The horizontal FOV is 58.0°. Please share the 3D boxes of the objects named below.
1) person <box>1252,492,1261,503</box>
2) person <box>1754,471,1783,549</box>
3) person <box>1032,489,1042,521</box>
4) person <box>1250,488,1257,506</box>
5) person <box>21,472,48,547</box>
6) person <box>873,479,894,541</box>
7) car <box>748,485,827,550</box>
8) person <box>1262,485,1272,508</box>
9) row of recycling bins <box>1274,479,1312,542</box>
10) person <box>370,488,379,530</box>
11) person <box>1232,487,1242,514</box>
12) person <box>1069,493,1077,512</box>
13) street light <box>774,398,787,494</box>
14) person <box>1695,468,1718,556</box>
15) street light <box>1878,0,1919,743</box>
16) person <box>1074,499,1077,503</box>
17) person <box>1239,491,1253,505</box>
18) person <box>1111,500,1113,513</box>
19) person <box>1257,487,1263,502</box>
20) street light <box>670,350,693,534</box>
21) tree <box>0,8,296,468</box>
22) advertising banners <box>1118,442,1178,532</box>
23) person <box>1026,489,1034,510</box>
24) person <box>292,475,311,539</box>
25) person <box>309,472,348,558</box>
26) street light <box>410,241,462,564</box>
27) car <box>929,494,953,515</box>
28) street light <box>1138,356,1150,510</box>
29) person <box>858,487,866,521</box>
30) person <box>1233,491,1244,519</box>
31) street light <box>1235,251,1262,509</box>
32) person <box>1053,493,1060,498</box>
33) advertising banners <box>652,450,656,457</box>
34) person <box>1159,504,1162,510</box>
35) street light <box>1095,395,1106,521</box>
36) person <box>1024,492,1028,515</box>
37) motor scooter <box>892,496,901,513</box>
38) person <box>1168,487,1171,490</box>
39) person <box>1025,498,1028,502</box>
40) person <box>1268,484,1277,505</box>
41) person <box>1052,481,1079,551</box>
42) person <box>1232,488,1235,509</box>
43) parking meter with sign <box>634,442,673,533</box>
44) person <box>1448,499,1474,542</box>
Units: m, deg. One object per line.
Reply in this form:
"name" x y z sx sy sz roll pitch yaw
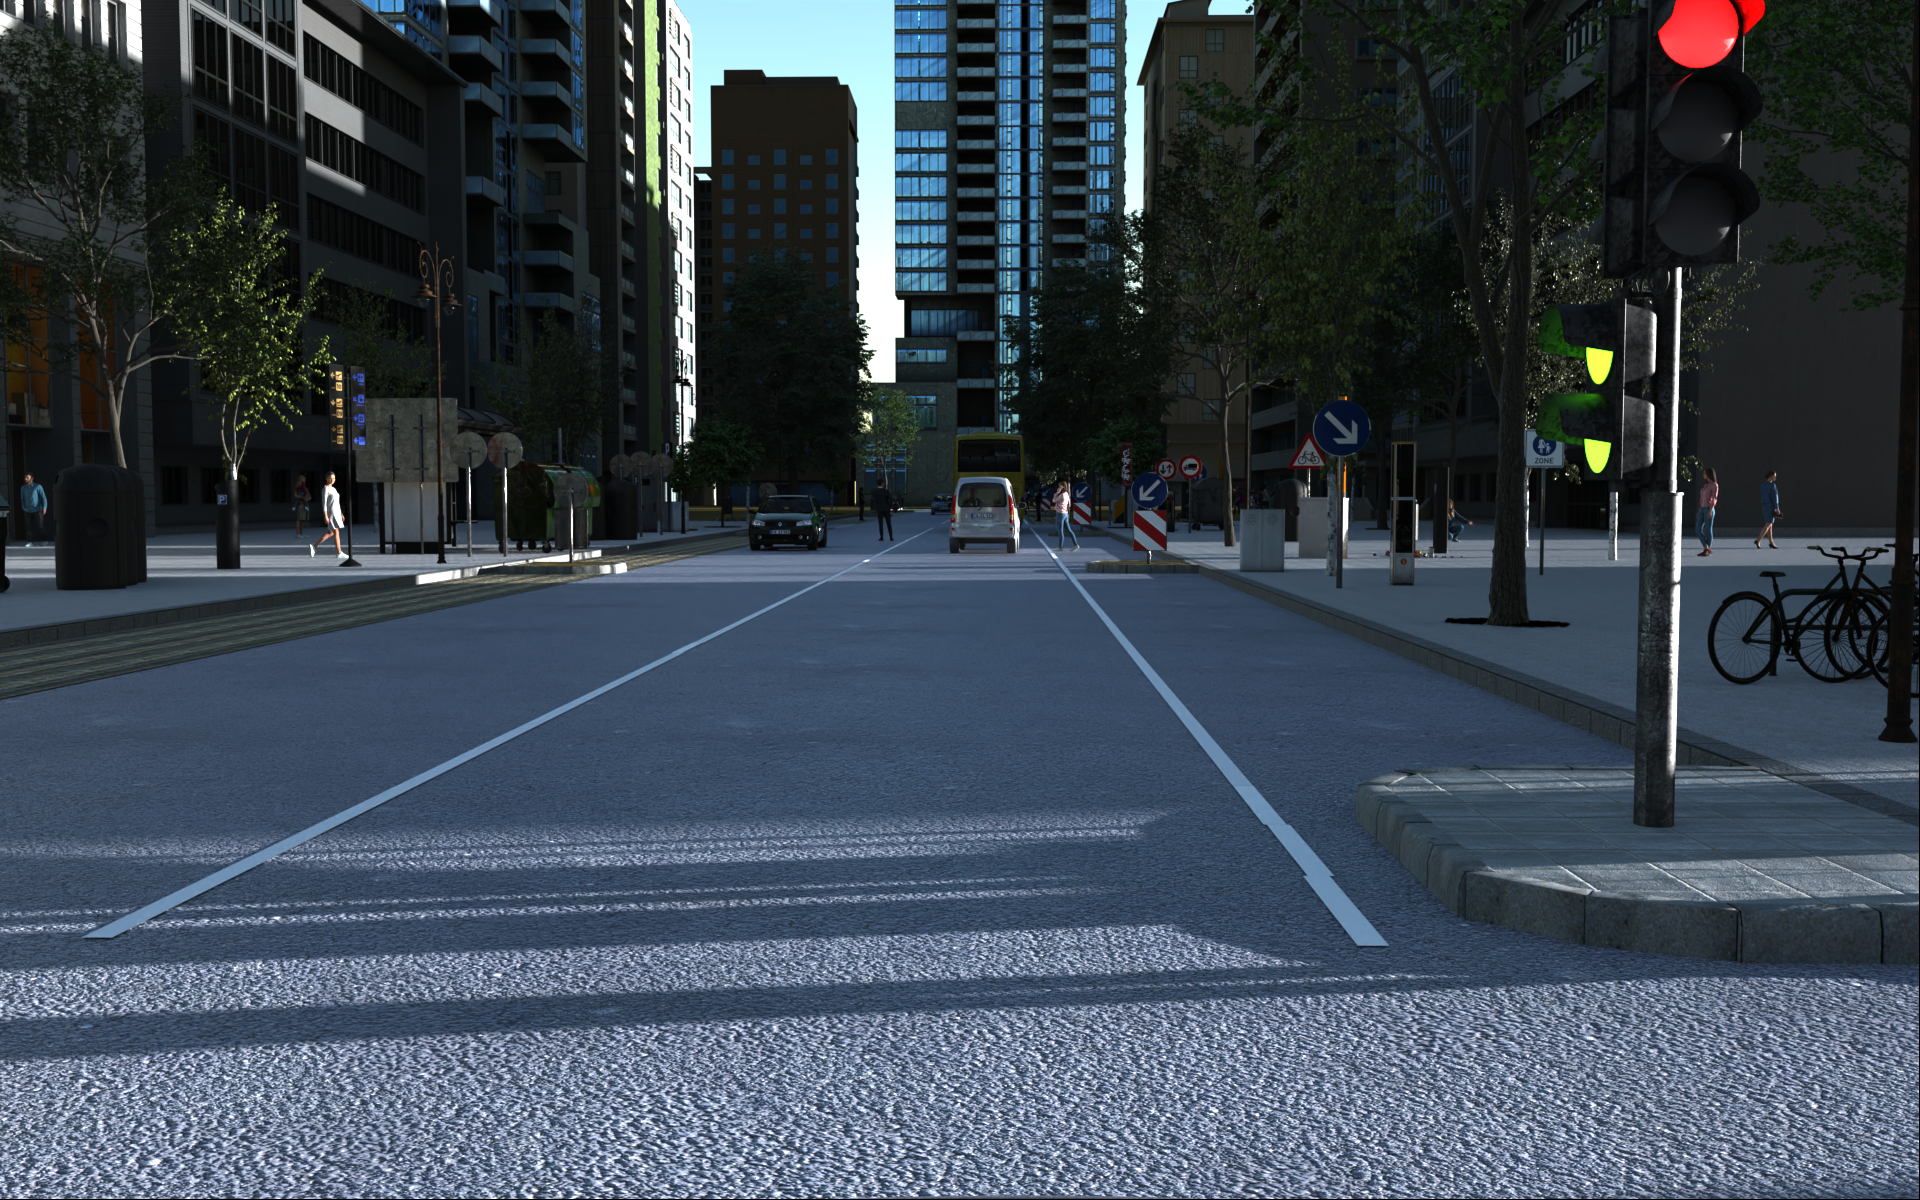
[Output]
"person" 17.714 -5.766 103.544 0.697 1.427 0.421 -2 4 -31
"person" 18.905 -2.110 40.567 0.654 1.822 0.581 0 4 4
"person" 4.035 -4.978 90.714 0.721 1.723 1.217 -1 4 -19
"person" 20.740 -7.073 122.356 0.551 1.740 0.621 3 5 43
"person" -22.711 -2.231 42.537 0.660 1.820 0.620 0 4 -2
"person" -2.365 -2.781 53.336 0.648 1.900 0.474 0 4 -2
"car" -4.486 -2.182 45.465 2.009 1.686 4.222 0 4 1
"person" 14.961 -4.745 84.405 0.721 1.735 1.217 0 4 -7
"row of recycling bins" 9.300 -2.521 48.327 1.069 1.692 3.534 1 4 12
"person" -20.668 -3.240 61.610 0.523 1.515 0.503 1 4 12
"person" 17.648 -6.362 110.615 0.990 1.755 0.434 -2 4 -25
"person" 8.086 -7.093 125.228 0.991 1.433 0.599 3 5 44
"street light" -8.348 -6.579 80.351 0.468 5.910 1.993 0 4 1
"person" 15.398 -1.817 35.756 0.388 1.821 0.555 -1 4 -14
"street light" 4.878 -2.204 8.830 0.468 5.910 1.993 0 4 1
"person" 8.608 -7.454 128.471 0.434 1.755 0.990 2 4 35
"person" 15.843 -5.294 95.792 0.799 1.438 0.628 -1 4 -13
"person" 10.379 -6.756 117.178 0.551 1.740 0.621 1 4 14
"person" 19.882 -6.566 114.080 1.217 1.739 0.721 0 4 -5
"street light" -8.934 -5.074 55.749 0.468 5.910 1.993 0 4 1
"tree" -16.749 -6.091 33.998 7.601 10.594 8.767 0 4 6
"advertising banners" 6.333 -3.814 58.543 2.074 3.025 0.090 1 4 19
"person" 5.435 -8.066 140.008 1.348 1.869 0.705 0 4 5
"person" -19.032 -2.694 50.072 0.573 1.828 0.580 -2 4 -34
"person" -12.626 -1.703 34.642 0.760 1.731 0.466 -2 4 -27
"street light" -9.596 -3.615 31.886 0.468 5.910 1.993 0 4 1
"car" -1.117 -6.604 119.975 2.014 1.417 4.499 0 4 0
"street light" 5.898 -5.131 56.680 0.468 5.910 1.993 0 4 1
"person" -5.231 -5.151 92.727 0.705 1.822 1.348 -1 4 -13
"person" 14.304 -4.815 87.997 0.991 1.433 0.599 -2 4 -25
"street light" 5.443 -3.671 32.812 0.468 5.910 1.993 0 4 1
"person" 8.086 -8.122 138.473 1.348 1.869 0.705 1 4 20
"advertising banners" -12.233 -4.399 68.111 0.090 3.025 2.074 0 4 7
"person" 14.125 -7.125 122.638 0.705 1.812 1.348 -2 4 -27
"street light" 6.576 -6.633 81.237 0.468 5.910 1.993 0 4 1
"person" 4.399 -6.780 119.214 0.709 1.838 0.599 1 4 15
"motor scooter" -4.892 -7.268 131.602 0.815 1.314 1.986 0 4 -1
"person" 16.119 -7.788 133.465 0.705 1.814 1.350 -1 4 -14
"person" 3.843 -6.399 113.850 1.217 1.735 0.721 0 4 -4
"person" 16.653 -5.205 91.081 0.705 1.831 1.348 -3 4 -39
"person" 2.650 -2.100 43.427 0.643 1.750 0.593 1 4 22
"person" 23.341 -8.669 147.750 1.348 1.831 0.705 3 5 40
"parking meter with sign" -10.508 -3.766 57.827 1.738 3.016 0.543 -2 4 -28
"person" 13.300 -2.140 46.530 1.012 1.151 0.738 -1 4 -16
